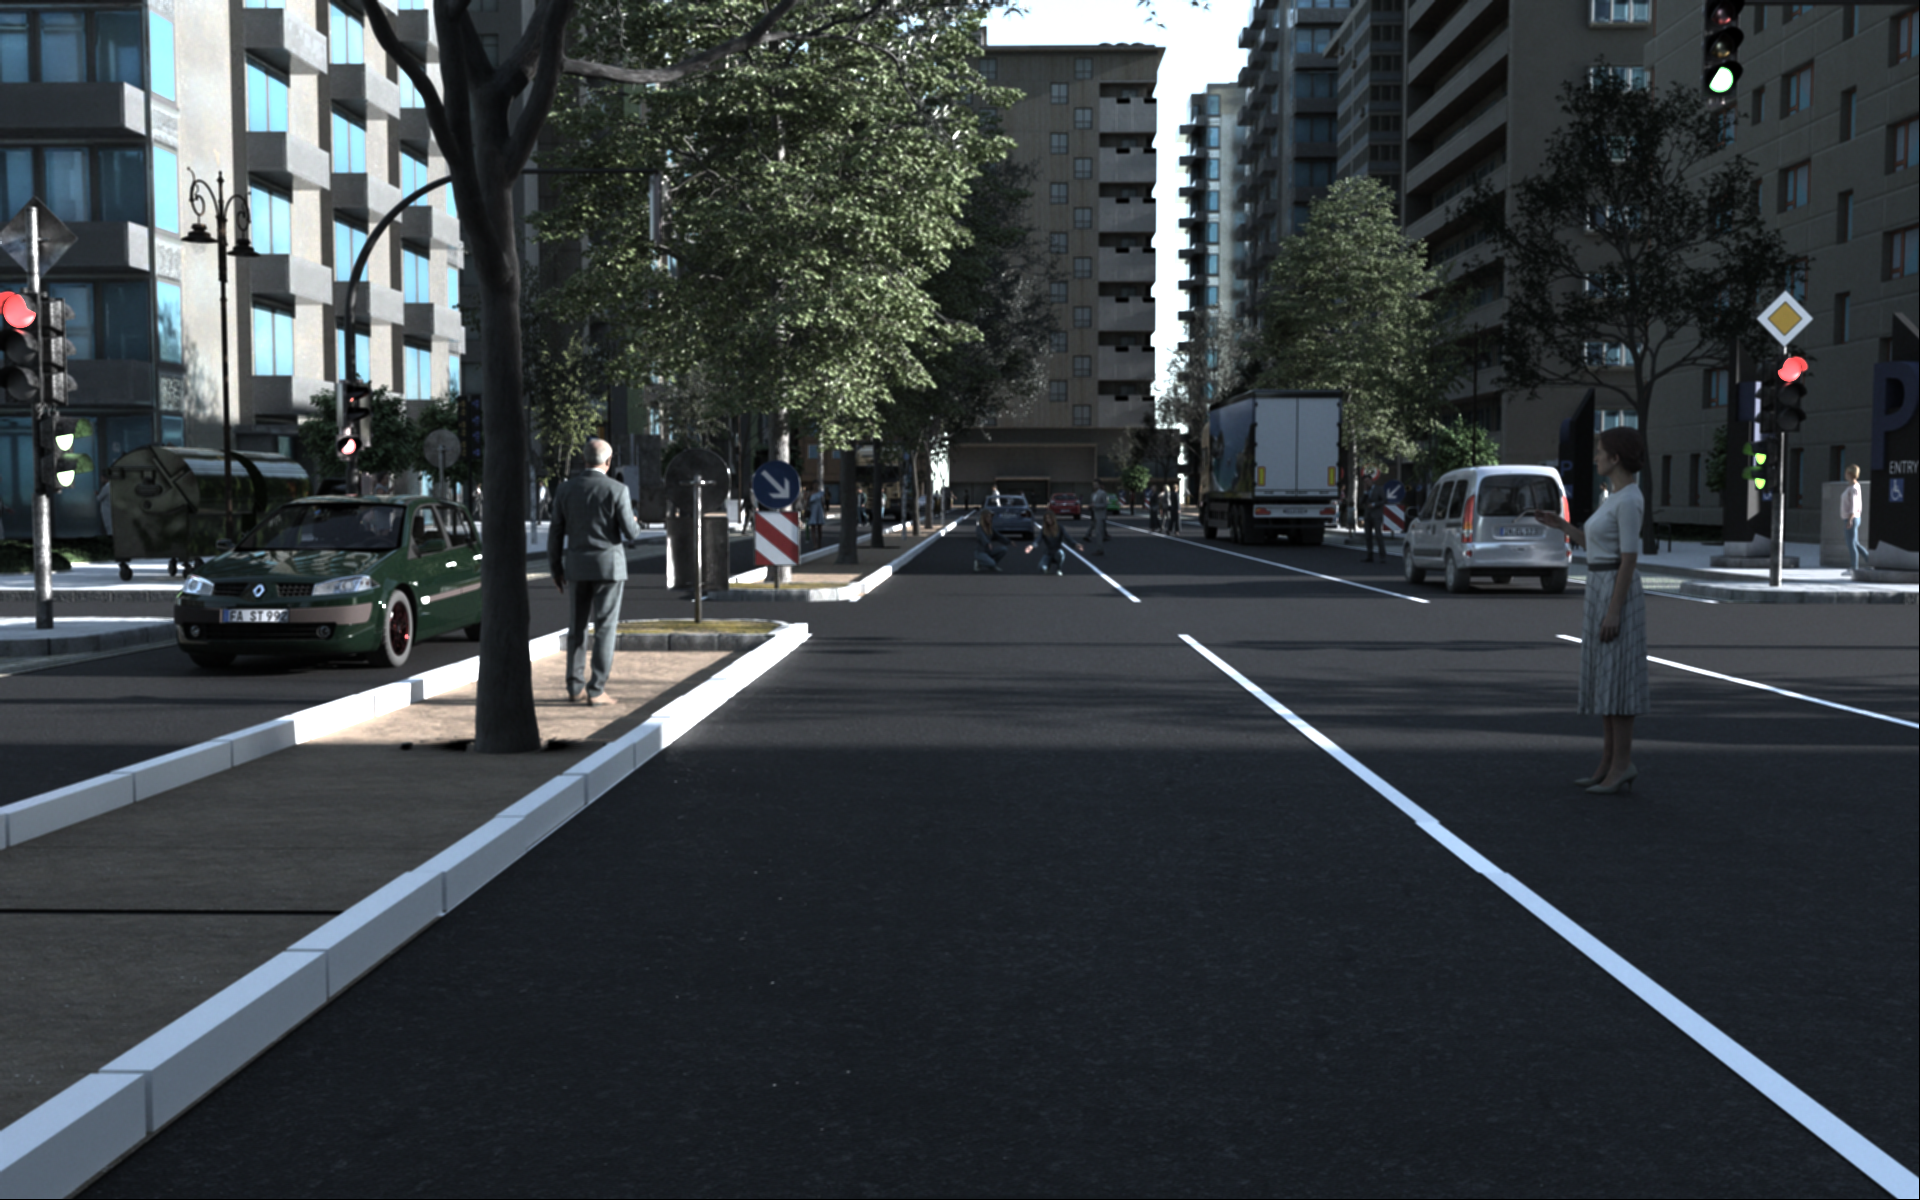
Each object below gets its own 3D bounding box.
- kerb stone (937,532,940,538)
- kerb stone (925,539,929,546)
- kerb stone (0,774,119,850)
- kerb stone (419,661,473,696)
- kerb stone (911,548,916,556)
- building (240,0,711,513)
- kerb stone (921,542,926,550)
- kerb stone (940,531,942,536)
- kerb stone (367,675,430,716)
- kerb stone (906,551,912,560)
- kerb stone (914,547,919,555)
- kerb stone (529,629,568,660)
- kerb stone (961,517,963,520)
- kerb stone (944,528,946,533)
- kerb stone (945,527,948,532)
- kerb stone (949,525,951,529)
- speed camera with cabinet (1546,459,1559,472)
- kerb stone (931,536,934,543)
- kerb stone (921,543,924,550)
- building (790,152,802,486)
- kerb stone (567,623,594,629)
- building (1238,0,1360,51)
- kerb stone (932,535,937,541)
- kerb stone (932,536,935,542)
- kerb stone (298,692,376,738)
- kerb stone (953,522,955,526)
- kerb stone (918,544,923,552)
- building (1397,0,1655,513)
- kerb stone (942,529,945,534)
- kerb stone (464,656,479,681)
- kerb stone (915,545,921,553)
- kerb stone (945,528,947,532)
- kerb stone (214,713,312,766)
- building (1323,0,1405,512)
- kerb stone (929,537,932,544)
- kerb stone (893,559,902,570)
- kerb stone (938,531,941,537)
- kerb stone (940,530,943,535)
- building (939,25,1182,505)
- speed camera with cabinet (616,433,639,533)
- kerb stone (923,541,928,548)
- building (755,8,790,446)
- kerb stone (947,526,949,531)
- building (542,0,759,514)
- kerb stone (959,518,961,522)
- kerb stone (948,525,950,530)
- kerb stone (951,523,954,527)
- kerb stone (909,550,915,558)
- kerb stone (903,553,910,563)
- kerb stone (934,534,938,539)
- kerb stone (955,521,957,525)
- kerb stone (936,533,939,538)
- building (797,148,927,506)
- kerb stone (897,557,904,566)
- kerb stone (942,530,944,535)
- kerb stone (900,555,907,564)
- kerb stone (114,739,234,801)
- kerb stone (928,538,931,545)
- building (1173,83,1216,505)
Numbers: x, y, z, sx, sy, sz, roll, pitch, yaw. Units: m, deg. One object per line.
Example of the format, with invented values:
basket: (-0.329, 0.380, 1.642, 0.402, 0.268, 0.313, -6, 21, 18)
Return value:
kerb stone: (-0.785, -1.952, 54.114, 0.120, 0.150, 1.000, 0, 4, 1)
kerb stone: (-0.959, -1.451, 45.927, 0.120, 0.150, 1.000, 0, 4, 1)
kerb stone: (-3.883, 0.906, 7.488, 0.120, 0.150, 1.000, 0, 4, 1)
kerb stone: (-3.779, 0.586, 12.611, 0.120, 0.150, 1.000, 0, 4, 1)
kerb stone: (-1.114, -1.012, 38.739, 0.120, 0.150, 1.000, 0, 4, 1)
building: (-29.142, -30.308, 115.138, 23.786, 49.044, 30.456, 0, 4, 1)
kerb stone: (-1.005, -1.324, 43.877, 0.120, 0.150, 1.000, 0, 4, 1)
kerb stone: (-0.734, -2.077, 56.162, 0.120, 0.150, 1.000, 0, 4, 1)
kerb stone: (-3.787, 0.649, 11.589, 0.120, 0.150, 1.000, 0, 4, 1)
kerb stone: (-1.152, -0.887, 36.691, 0.120, 0.150, 1.000, 0, 4, 1)
kerb stone: (-1.090, -1.072, 39.771, 0.120, 0.150, 1.000, 0, 4, 1)
kerb stone: (-3.707, 0.404, 15.692, 0.120, 0.150, 1.000, 0, 4, 1)
kerb stone: (-0.052, -4.022, 87.954, 0.120, 0.150, 1.000, 0, 4, 1)
kerb stone: (-0.645, -2.328, 60.257, 0.120, 0.150, 1.000, 0, 4, 1)
kerb stone: (-0.607, -2.451, 62.316, 0.120, 0.150, 1.000, 0, 4, 1)
kerb stone: (-0.514, -2.699, 66.418, 0.120, 0.150, 1.000, 0, 4, 1)
speed camera with cabinet: (15.313, -3.144, 45.739, 0.660, 3.252, 2.038, -3, 4, -37)
kerb stone: (-0.892, -1.639, 48.996, 0.120, 0.150, 1.000, 0, 4, 1)
kerb stone: (-1.023, -1.263, 42.851, 0.120, 0.150, 1.000, 0, 4, 1)
building: (-32.137, -33.471, 201.878, 28.867, 44.769, 22.147, 0, 4, 1)
kerb stone: (-3.687, 0.337, 16.714, 0.120, 0.150, 1.000, 0, 4, 1)
building: (36.266, -32.491, 150.839, 23.786, 49.044, 30.456, 0, 4, 1)
kerb stone: (-0.844, -1.764, 51.040, 0.120, 0.150, 1.000, 0, 4, 1)
kerb stone: (-0.866, -1.702, 50.018, 0.120, 0.150, 1.000, 0, 4, 1)
kerb stone: (-3.819, 0.712, 10.562, 0.120, 0.150, 1.000, 0, 4, 1)
kerb stone: (-0.381, -3.081, 72.565, 0.120, 0.150, 1.000, 0, 4, 1)
kerb stone: (-1.042, -1.200, 41.829, 0.120, 0.150, 1.000, 0, 4, 1)
building: (35.337, -28.311, 86.580, 21.300, 48.544, 21.600, 0, 4, 1)
kerb stone: (-0.673, -2.265, 59.235, 0.120, 0.150, 1.000, 0, 4, 1)
kerb stone: (-3.753, 0.524, 13.636, 0.120, 0.150, 1.000, 0, 4, 1)
kerb stone: (-1.070, -1.137, 40.793, 0.120, 0.150, 1.000, 0, 4, 1)
kerb stone: (-0.627, -2.391, 61.281, 0.120, 0.150, 1.000, 0, 4, 1)
kerb stone: (-3.842, 0.774, 9.536, 0.120, 0.150, 1.000, 0, 4, 1)
building: (40.244, -26.393, 123.406, 32.217, 40.220, 23.993, 0, 4, 1)
kerb stone: (-0.912, -1.576, 47.971, 0.120, 0.150, 1.000, 0, 4, 1)
kerb stone: (-1.232, -0.635, 32.579, 0.120, 0.150, 1.000, 0, 4, 1)
kerb stone: (-0.757, -2.015, 55.136, 0.120, 0.150, 1.000, 0, 4, 1)
kerb stone: (-0.710, -2.140, 57.191, 0.120, 0.150, 1.000, 0, 4, 1)
building: (11.181, -37.616, 204.259, 27.495, 52.752, 28.713, 0, 4, 1)
speed camera with cabinet: (-11.222, -3.826, 56.899, 0.660, 3.252, 2.038, -2, 4, -35)
kerb stone: (-0.974, -1.383, 44.905, 0.120, 0.150, 1.000, 0, 4, 1)
building: (-26.850, -43.974, 157.218, 20.611, 71.187, 20.563, 0, 4, 1)
kerb stone: (-0.560, -2.575, 64.364, 0.120, 0.150, 1.000, 0, 4, 1)
building: (-24.020, -27.782, 137.835, 14.154, 41.232, 14.086, 0, 4, 1)
kerb stone: (-0.145, -3.771, 83.849, 0.120, 0.150, 1.000, 0, 4, 1)
kerb stone: (-0.537, -2.640, 65.388, 0.120, 0.150, 1.000, 0, 4, 1)
kerb stone: (-0.428, -2.956, 70.518, 0.120, 0.150, 1.000, 0, 4, 1)
kerb stone: (-1.127, -0.942, 37.717, 0.120, 0.150, 1.000, 0, 4, 1)
kerb stone: (-1.166, -0.823, 35.669, 0.120, 0.150, 1.000, 0, 4, 1)
kerb stone: (-0.819, -1.824, 52.063, 0.120, 0.150, 1.000, 0, 4, 1)
kerb stone: (-0.324, -3.268, 75.643, 0.120, 0.150, 1.000, 0, 4, 1)
kerb stone: (-0.804, -1.885, 53.085, 0.120, 0.150, 1.000, 0, 4, 1)
building: (-10.685, -33.498, 197.809, 14.200, 45.320, 14.600, 0, 4, 1)
kerb stone: (-1.227, -0.698, 33.608, 0.120, 0.150, 1.000, 0, 4, 1)
kerb stone: (-0.700, -2.196, 58.213, 0.120, 0.150, 1.000, 0, 4, 1)
kerb stone: (-1.195, -0.753, 34.639, 0.120, 0.150, 1.000, 0, 4, 1)
kerb stone: (-3.862, 0.840, 8.509, 0.120, 0.150, 1.000, 0, 4, 1)
kerb stone: (-0.936, -1.514, 46.949, 0.120, 0.150, 1.000, 0, 4, 1)
building: (40.093, -35.564, 201.079, 30.456, 49.044, 23.786, 0, 4, 1)
